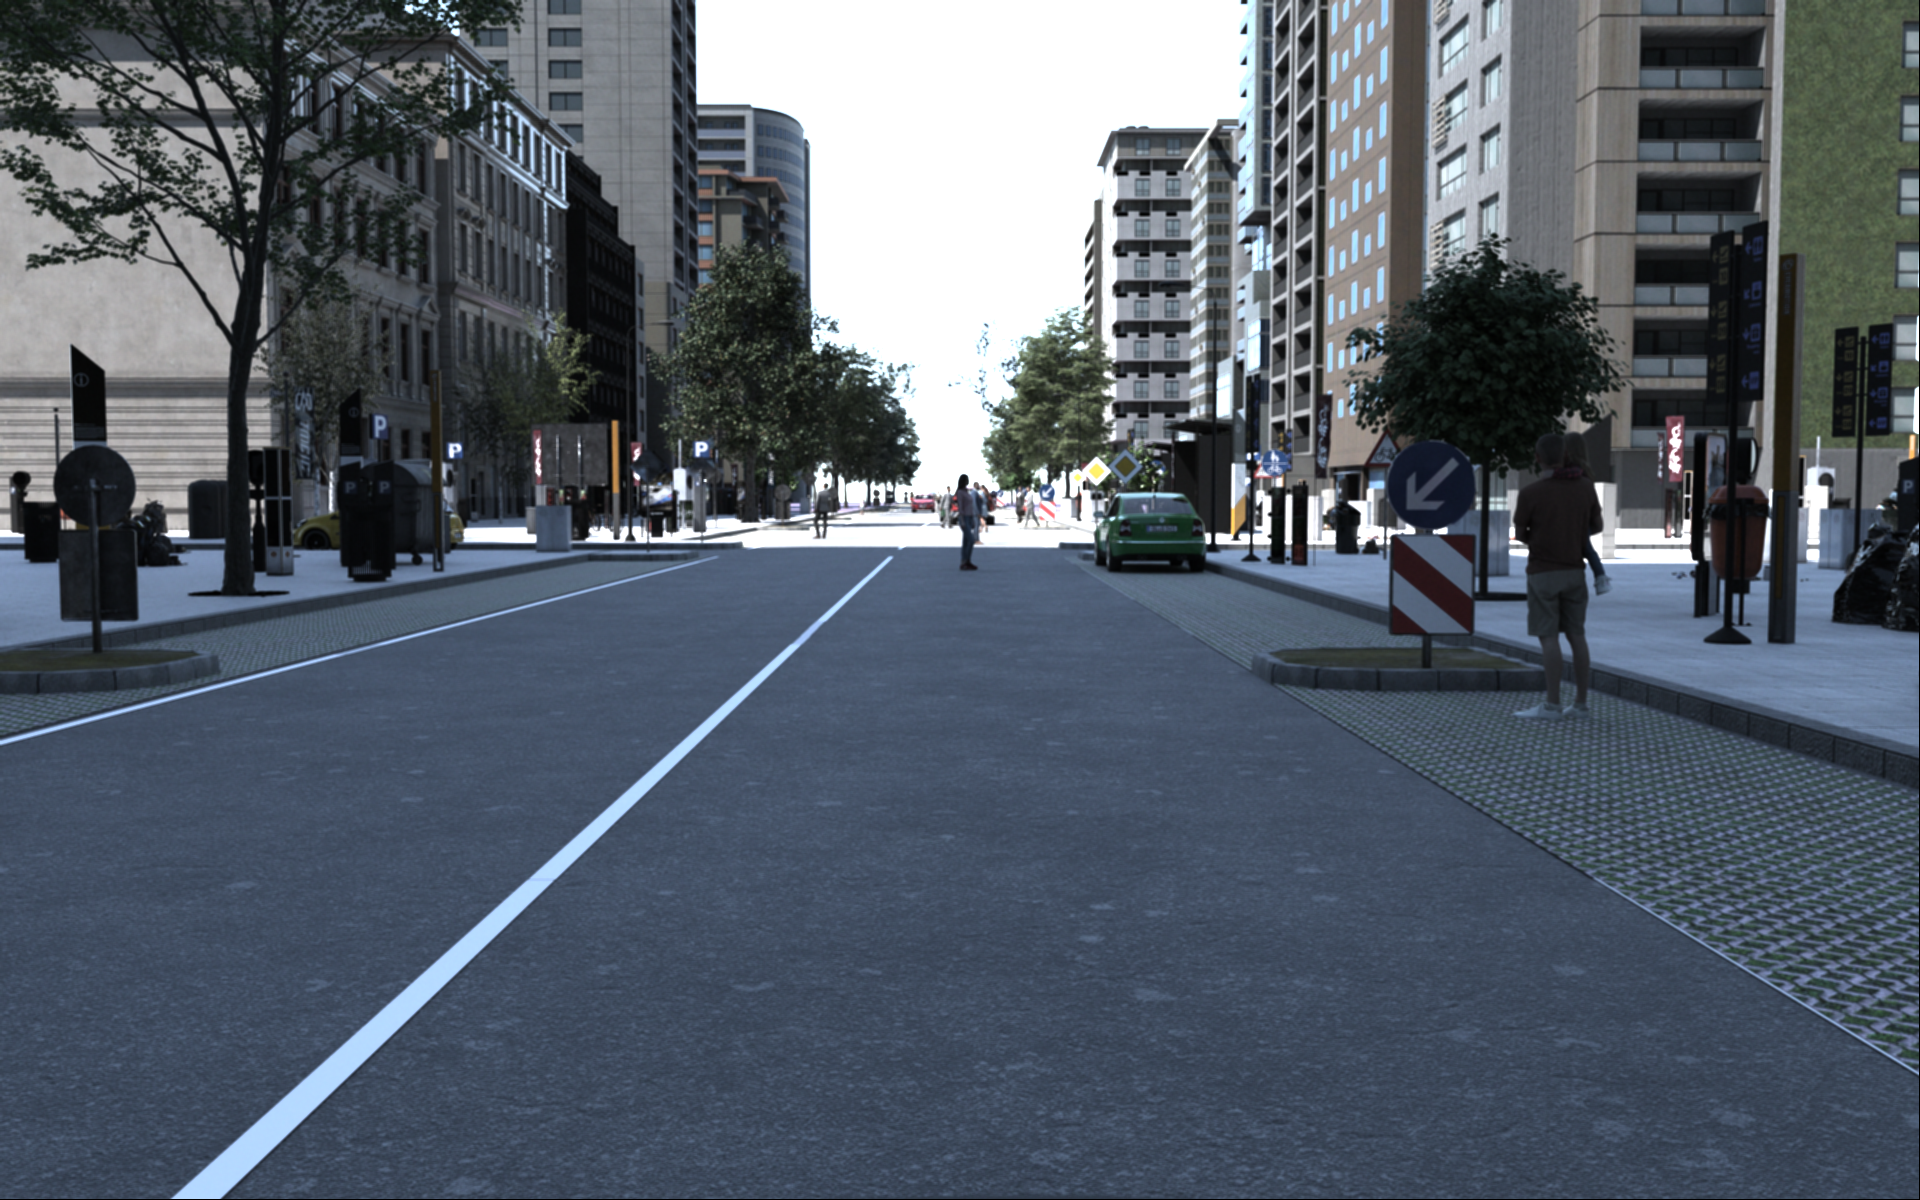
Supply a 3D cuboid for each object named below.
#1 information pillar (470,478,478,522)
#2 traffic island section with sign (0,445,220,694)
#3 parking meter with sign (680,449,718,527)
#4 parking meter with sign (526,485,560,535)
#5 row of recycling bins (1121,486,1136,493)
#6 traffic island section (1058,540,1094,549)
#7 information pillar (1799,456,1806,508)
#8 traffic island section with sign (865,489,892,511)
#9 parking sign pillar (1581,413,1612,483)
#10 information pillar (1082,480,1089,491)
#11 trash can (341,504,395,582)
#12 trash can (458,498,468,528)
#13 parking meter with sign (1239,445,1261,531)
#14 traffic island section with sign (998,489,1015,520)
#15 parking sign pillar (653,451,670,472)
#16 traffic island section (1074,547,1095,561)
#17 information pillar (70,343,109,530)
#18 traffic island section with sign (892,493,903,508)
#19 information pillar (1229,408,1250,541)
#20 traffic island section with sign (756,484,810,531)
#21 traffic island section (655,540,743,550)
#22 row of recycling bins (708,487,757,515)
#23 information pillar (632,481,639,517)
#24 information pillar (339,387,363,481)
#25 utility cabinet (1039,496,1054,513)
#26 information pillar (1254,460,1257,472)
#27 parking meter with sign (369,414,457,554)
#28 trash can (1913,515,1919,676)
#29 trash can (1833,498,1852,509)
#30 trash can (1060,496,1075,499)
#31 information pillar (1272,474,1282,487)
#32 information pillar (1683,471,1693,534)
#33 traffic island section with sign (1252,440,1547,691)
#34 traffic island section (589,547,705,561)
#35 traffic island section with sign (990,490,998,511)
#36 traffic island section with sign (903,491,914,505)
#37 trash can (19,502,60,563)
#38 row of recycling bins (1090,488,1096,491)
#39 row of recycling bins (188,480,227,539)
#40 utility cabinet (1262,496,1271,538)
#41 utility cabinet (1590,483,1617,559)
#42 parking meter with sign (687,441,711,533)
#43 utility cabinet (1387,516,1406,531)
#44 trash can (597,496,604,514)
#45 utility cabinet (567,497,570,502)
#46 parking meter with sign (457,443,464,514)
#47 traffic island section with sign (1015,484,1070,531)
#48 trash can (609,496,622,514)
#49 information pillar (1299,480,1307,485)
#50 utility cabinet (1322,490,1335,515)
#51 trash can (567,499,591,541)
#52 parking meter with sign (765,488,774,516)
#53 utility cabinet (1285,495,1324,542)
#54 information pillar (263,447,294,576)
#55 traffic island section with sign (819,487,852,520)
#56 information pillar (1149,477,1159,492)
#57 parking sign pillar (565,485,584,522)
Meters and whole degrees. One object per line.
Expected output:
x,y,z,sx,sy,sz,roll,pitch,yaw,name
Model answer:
-22.262,-4.580,79.372,0.304,2.012,0.304,-1,4,-9,information pillar
-6.882,-0.284,13.268,1.989,1.847,2.006,0,3,0,traffic island section with sign
-10.249,-4.323,66.946,1.738,3.016,0.543,0,4,4,parking meter with sign
-13.302,-3.630,55.615,0.543,3.016,1.738,1,4,18,parking meter with sign
8.594,-5.139,91.132,1.069,1.692,3.534,1,4,20,row of recycling bins
3.649,-1.459,46.135,2.009,0.180,2.903,0,3,0,traffic island section
16.068,-1.769,33.416,0.304,2.012,0.304,0,4,-6,information pillar
-6.971,-8.414,146.193,1.989,1.847,2.006,0,3,0,traffic island section with sign
20.989,-4.237,57.748,1.447,3.967,1.447,-1,4,-12,parking sign pillar
6.544,-5.252,90.357,0.304,2.012,0.304,2,4,25,information pillar
-8.679,-0.843,25.438,0.748,1.137,0.748,0,3,0,trash can
-18.177,-3.125,62.748,0.748,1.137,0.748,0,3,0,trash can
10.143,-3.949,60.829,0.543,3.016,1.738,1,4,19,parking meter with sign
3.283,-5.343,95.990,1.989,1.847,2.006,0,3,0,traffic island section with sign
-18.673,-7.345,108.566,1.447,3.967,1.447,2,4,29,parking sign pillar
3.655,-0.971,38.150,2.009,0.180,2.903,0,3,0,traffic island section
-13.633,-2.188,27.124,0.504,3.616,0.183,-2,4,-30,information pillar
-6.996,-10.062,173.148,1.989,1.847,2.006,0,3,0,traffic island section with sign
7.582,-3.411,47.130,0.504,3.616,0.183,-3,4,-38,information pillar
-6.913,-3.620,67.820,1.989,1.847,2.006,0,3,0,traffic island section with sign
-6.892,-1.459,46.132,2.009,0.180,2.903,0,3,0,traffic island section
-14.529,-6.367,111.217,3.534,1.692,1.069,-3,5,-39,row of recycling bins
-18.144,-5.648,96.838,0.304,2.012,0.304,0,4,-2,information pillar
-13.304,-2.848,37.927,0.504,3.616,0.183,0,4,2,information pillar
5.800,-6.415,116.042,1.020,1.237,0.306,-1,4,-18,utility cabinet
13.064,-5.275,77.593,0.504,3.616,0.183,2,4,25,information pillar
-11.885,-2.525,37.550,1.738,3.016,0.543,1,4,19,parking meter with sign
6.709,0.012,11.450,0.748,1.137,0.748,0,3,0,trash can
30.231,-2.927,59.516,0.748,1.137,0.748,0,3,0,trash can
6.891,-6.173,112.585,0.748,1.137,0.748,0,3,0,trash can
15.516,-5.705,84.625,0.504,3.616,0.183,-1,4,-10,information pillar
23.324,-3.106,55.276,0.304,2.012,0.304,-2,4,-27,information pillar
3.339,-0.295,13.444,1.989,1.847,2.006,0,3,0,traffic island section with sign
-6.887,-0.970,38.147,2.009,0.180,2.903,0,3,0,traffic island section
3.268,-8.386,145.744,1.989,1.847,2.006,0,3,0,traffic island section with sign
-7.021,-13.407,227.835,1.989,1.847,2.006,0,3,0,traffic island section with sign
-17.244,-1.278,32.541,0.748,1.137,0.748,0,3,0,trash can
8.158,-5.804,102.013,1.069,1.692,3.534,0,4,-1,row of recycling bins
-21.855,-2.679,50.917,1.069,1.692,3.534,-1,4,-11,row of recycling bins
9.340,-2.411,50.576,1.020,1.237,0.306,3,5,43,utility cabinet
12.514,-1.561,34.201,0.318,1.500,1.173,-1,4,-10,utility cabinet
-8.683,-3.764,57.799,0.543,3.016,1.738,-1,4,-13,parking meter with sign
15.386,-3.060,61.190,0.306,1.237,1.020,3,5,44,utility cabinet
-21.854,-5.776,106.095,0.748,1.137,0.748,0,3,0,trash can
-11.698,-2.457,51.338,0.306,1.237,1.020,-1,4,-14,utility cabinet
-17.124,-3.770,57.907,0.543,3.016,1.738,0,4,2,parking meter with sign
3.303,-3.658,68.436,1.989,1.847,2.006,0,3,0,traffic island section with sign
-20.568,-5.615,103.460,0.748,1.137,0.748,0,3,0,trash can
17.884,-5.259,90.475,0.304,2.012,0.304,-1,4,-22,information pillar
17.902,-4.621,84.235,0.318,1.500,1.173,0,4,-6,utility cabinet
-10.530,-2.199,47.611,0.748,1.137,0.748,0,3,0,trash can
-11.401,-6.562,103.552,0.543,3.016,1.738,-1,4,-22,parking meter with sign
9.355,-2.198,47.094,1.020,1.237,0.306,3,5,40,utility cabinet
-10.719,-1.391,27.241,0.304,2.012,0.304,1,4,15,information pillar
-6.932,-5.269,94.775,1.989,1.847,2.006,0,3,0,traffic island section with sign
6.602,-3.354,59.332,0.304,2.012,0.304,-3,5,-44,information pillar
-17.514,-5.521,78.747,1.447,3.967,1.447,1,4,12,parking sign pillar
